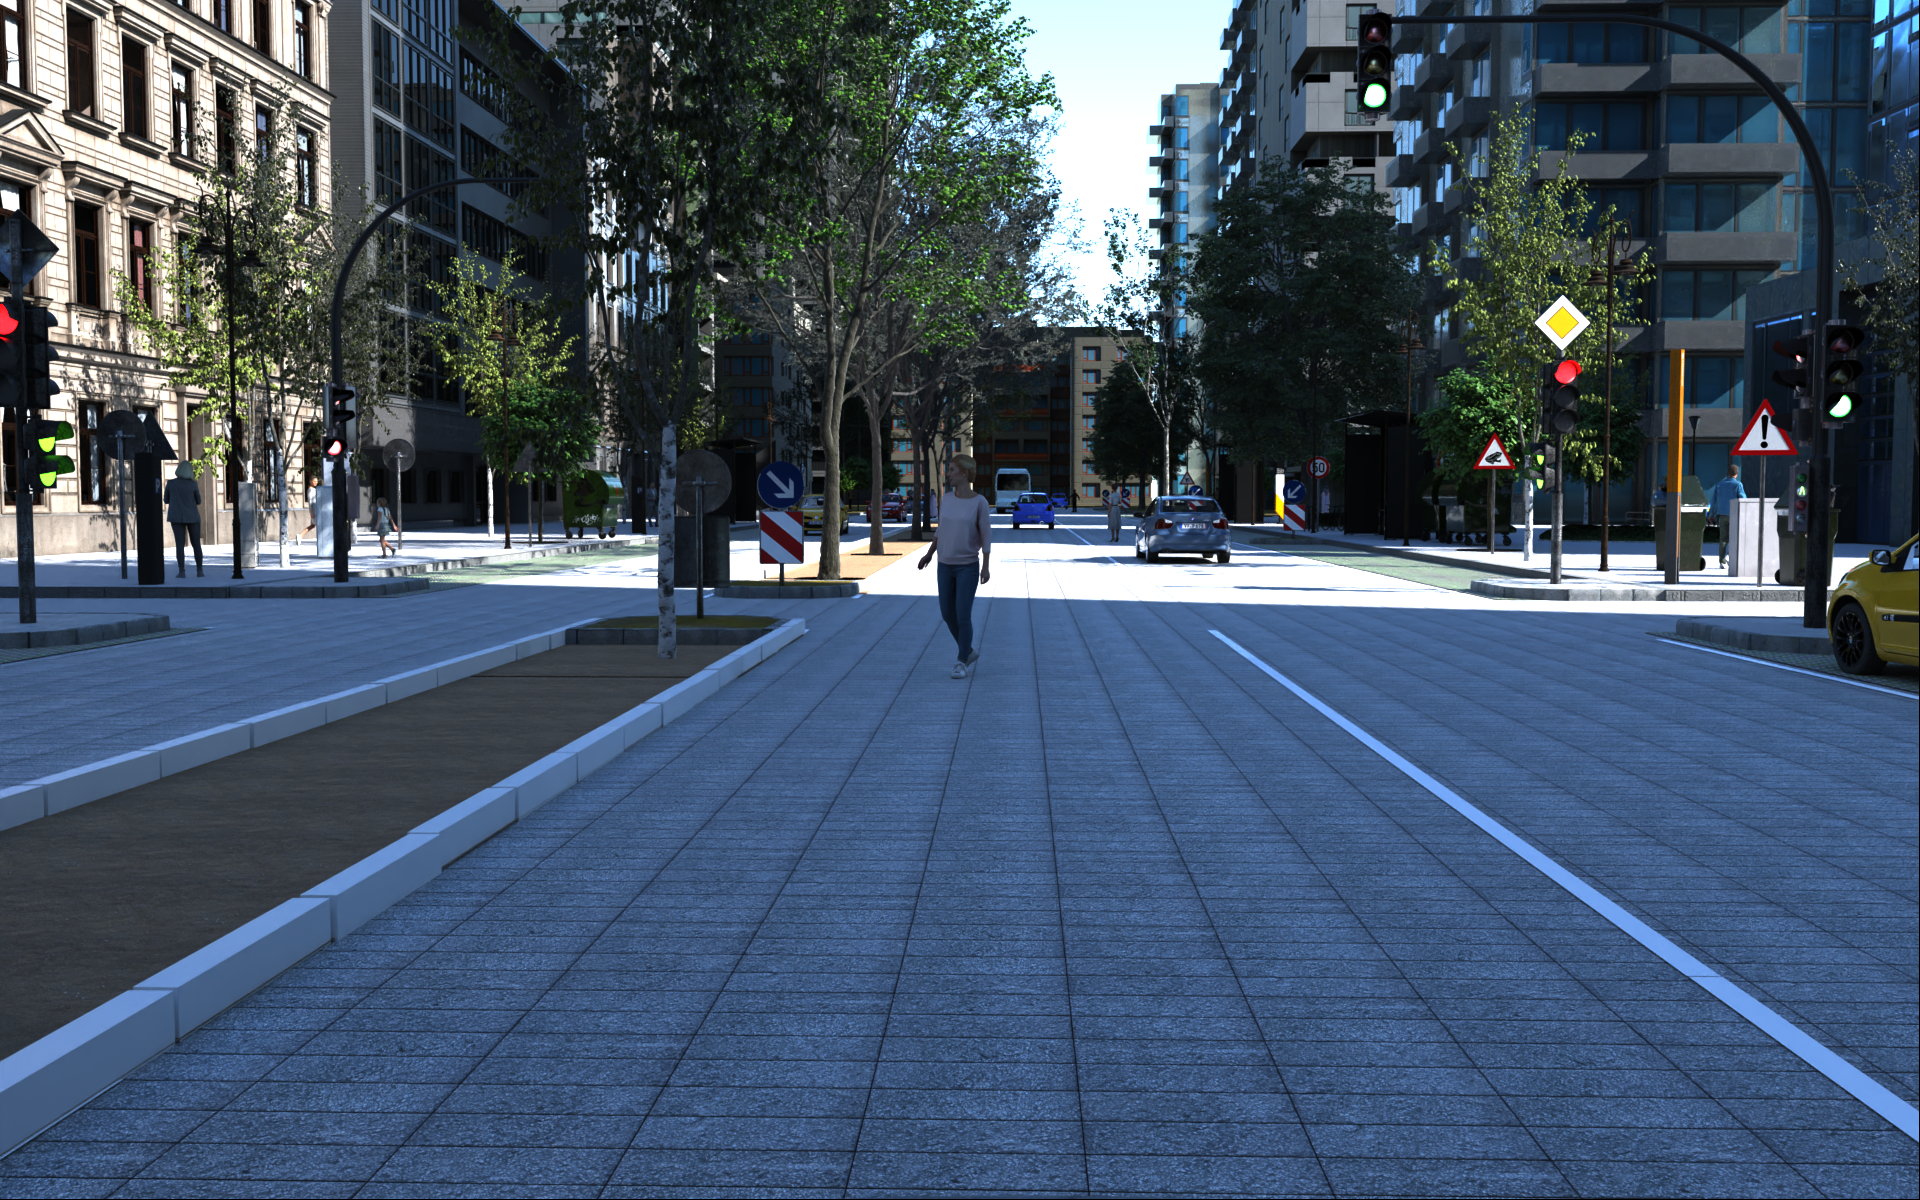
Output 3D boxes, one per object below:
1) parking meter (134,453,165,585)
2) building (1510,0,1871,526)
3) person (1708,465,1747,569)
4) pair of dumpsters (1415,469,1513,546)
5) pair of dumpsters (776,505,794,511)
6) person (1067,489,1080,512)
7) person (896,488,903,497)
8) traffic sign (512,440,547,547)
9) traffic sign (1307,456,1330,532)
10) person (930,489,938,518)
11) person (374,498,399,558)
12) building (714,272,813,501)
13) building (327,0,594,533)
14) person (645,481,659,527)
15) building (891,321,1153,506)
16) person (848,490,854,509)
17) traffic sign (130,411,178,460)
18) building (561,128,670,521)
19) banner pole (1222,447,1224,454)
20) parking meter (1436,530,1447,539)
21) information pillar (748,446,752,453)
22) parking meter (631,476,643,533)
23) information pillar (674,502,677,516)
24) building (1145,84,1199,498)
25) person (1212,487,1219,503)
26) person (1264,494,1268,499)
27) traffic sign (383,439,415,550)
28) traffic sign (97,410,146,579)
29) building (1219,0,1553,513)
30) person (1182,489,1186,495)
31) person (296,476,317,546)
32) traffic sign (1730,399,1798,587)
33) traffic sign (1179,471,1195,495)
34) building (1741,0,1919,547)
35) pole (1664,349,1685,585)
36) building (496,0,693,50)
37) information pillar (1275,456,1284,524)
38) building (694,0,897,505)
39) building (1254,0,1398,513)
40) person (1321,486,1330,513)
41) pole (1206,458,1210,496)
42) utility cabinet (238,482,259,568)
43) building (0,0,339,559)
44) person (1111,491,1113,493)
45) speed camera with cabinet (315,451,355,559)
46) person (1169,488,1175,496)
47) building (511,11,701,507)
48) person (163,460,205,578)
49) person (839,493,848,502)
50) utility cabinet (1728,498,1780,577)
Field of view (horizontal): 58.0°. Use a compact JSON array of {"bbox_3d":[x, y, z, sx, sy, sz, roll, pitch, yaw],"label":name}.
[{"bbox_3d":[-11.498,-1.154,24.579,0.255,1.863,0.399,0,4,-6],"label":"parking meter"},{"bbox_3d":[33.359,-28.343,83.010,23.786,49.044,30.456,0,4,2],"label":"building"},{"bbox_3d":[13.179,-1.426,29.696,0.444,1.785,0.601,-3,4,-39],"label":"person"},{"bbox_3d":[13.037,-2.583,44.724,1.574,2.255,4.437,0,4,2],"label":"pair of dumpsters"},{"bbox_3d":[-9.819,-5.570,93.563,1.574,2.255,4.437,0,4,2],"label":"pair of dumpsters"},{"bbox_3d":[8.954,-7.777,135.798,1.348,1.807,0.705,-3,5,-41],"label":"person"},{"bbox_3d":[-4.064,-6.604,116.348,0.599,1.838,0.709,0,4,2],"label":"person"},{"bbox_3d":[-10.442,-2.570,42.028,0.884,2.594,0.081,0,4,3],"label":"traffic sign"},{"bbox_3d":[12.049,-3.559,58.296,0.768,2.556,0.104,1,4,10],"label":"traffic sign"},{"bbox_3d":[-1.608,-5.671,101.895,0.621,1.740,0.551,0,4,1],"label":"person"},{"bbox_3d":[-11.468,-1.436,34.533,0.382,1.210,0.505,1,4,8],"label":"person"},{"bbox_3d":[-29.282,-18.977,155.320,28.899,21.520,27.650,0,4,2],"label":"building"},{"bbox_3d":[-24.910,-15.192,67.448,14.314,24.678,30.058,0,4,2],"label":"building"},{"bbox_3d":[-11.985,-3.764,67.784,0.583,1.804,0.606,3,4,36],"label":"person"},{"bbox_3d":[7.240,-22.016,204.997,28.899,21.520,27.650,0,4,2],"label":"building"},{"bbox_3d":[-9.271,-8.604,146.812,0.705,1.812,1.348,1,4,17],"label":"person"},{"bbox_3d":[-12.657,-1.658,27.107,0.884,2.594,0.081,0,4,7],"label":"traffic sign"},{"bbox_3d":[-21.771,-14.828,91.586,9.793,20.994,18.267,0,4,2],"label":"building"},{"bbox_3d":[12.419,-5.618,81.865,0.401,3.779,0.863,0,4,5],"label":"banner pole"},{"bbox_3d":[13.708,-2.650,49.034,0.399,1.863,0.255,0,4,-3],"label":"parking meter"},{"bbox_3d":[-10.213,-5.680,84.222,0.183,3.616,0.504,-2,4,-32],"label":"information pillar"},{"bbox_3d":[-10.546,-3.125,56.801,0.399,1.863,0.255,-3,4,-36],"label":"parking meter"},{"bbox_3d":[-11.653,-4.003,69.936,0.304,2.012,0.304,-3,4,-39],"label":"information pillar"},{"bbox_3d":[36.841,-35.583,201.386,30.456,49.044,23.786,0,4,2],"label":"building"},{"bbox_3d":[20.480,-8.067,138.039,1.348,1.812,0.705,-1,4,-9],"label":"person"},{"bbox_3d":[17.729,-5.853,102.418,1.217,1.739,0.721,-1,4,-23],"label":"person"},{"bbox_3d":[-12.888,-2.427,39.788,0.768,2.556,0.104,0,4,5],"label":"traffic sign"},{"bbox_3d":[-12.648,-1.592,26.143,0.768,2.556,0.104,0,4,5],"label":"traffic sign"},{"bbox_3d":[34.560,-32.512,151.181,23.786,49.044,30.456,0,4,2],"label":"building"},{"bbox_3d":[17.973,-7.996,137.573,1.217,1.735,0.721,0,4,4],"label":"person"},{"bbox_3d":[-15.803,-2.169,42.255,0.760,1.731,0.466,-3,5,-39],"label":"person"},{"bbox_3d":[10.998,-1.452,23.749,0.884,2.594,0.081,0,4,7],"label":"traffic sign"},{"bbox_3d":[12.726,-5.937,97.074,0.884,2.594,0.081,1,4,11],"label":"traffic sign"},{"bbox_3d":[38.115,-44.547,41.018,31.000,86.520,22.319,0,4,2],"label":"building"},{"bbox_3d":[10.121,-1.877,24.530,0.158,3.312,0.155,0,3,0],"label":"pole"},{"bbox_3d":[-26.649,-41.979,124.615,20.563,71.187,20.611,0,4,2],"label":"building"},{"bbox_3d":[13.633,-5.044,73.825,0.504,3.616,0.183,-2,4,-35],"label":"information pillar"},{"bbox_3d":[-18.214,-46.632,200.689,20.611,71.187,20.563,0,4,2],"label":"building"},{"bbox_3d":[36.086,-32.590,122.079,28.713,52.752,27.495,0,4,2],"label":"building"},{"bbox_3d":[21.477,-5.810,101.698,0.551,1.740,0.621,-1,4,-9],"label":"person"},{"bbox_3d":[13.954,-6.347,97.610,0.158,3.312,0.155,0,3,0],"label":"pole"},{"bbox_3d":[-12.452,-1.322,30.286,0.318,1.500,1.173,-1,4,-19],"label":"utility cabinet"},{"bbox_3d":[-23.478,-10.876,42.453,10.561,19.102,19.286,0,4,2],"label":"building"},{"bbox_3d":[15.784,-10.463,180.297,0.721,1.735,1.217,1,4,12],"label":"person"},{"bbox_3d":[-12.707,-2.503,35.254,0.660,3.252,2.038,-1,4,-14],"label":"speed camera with cabinet"},{"bbox_3d":[18.243,-8.765,149.214,0.599,1.838,0.709,-2,4,-30],"label":"person"},{"bbox_3d":[-24.408,-20.561,107.878,14.160,30.474,14.107,0,4,2],"label":"building"},{"bbox_3d":[-11.967,-1.251,26.686,0.537,1.800,0.526,-1,4,-13],"label":"person"},{"bbox_3d":[-11.526,-9.942,168.726,1.348,1.807,0.705,-2,4,-31],"label":"person"},{"bbox_3d":[12.472,-0.959,26.841,1.020,1.237,0.306,0,4,-3],"label":"utility cabinet"}]
